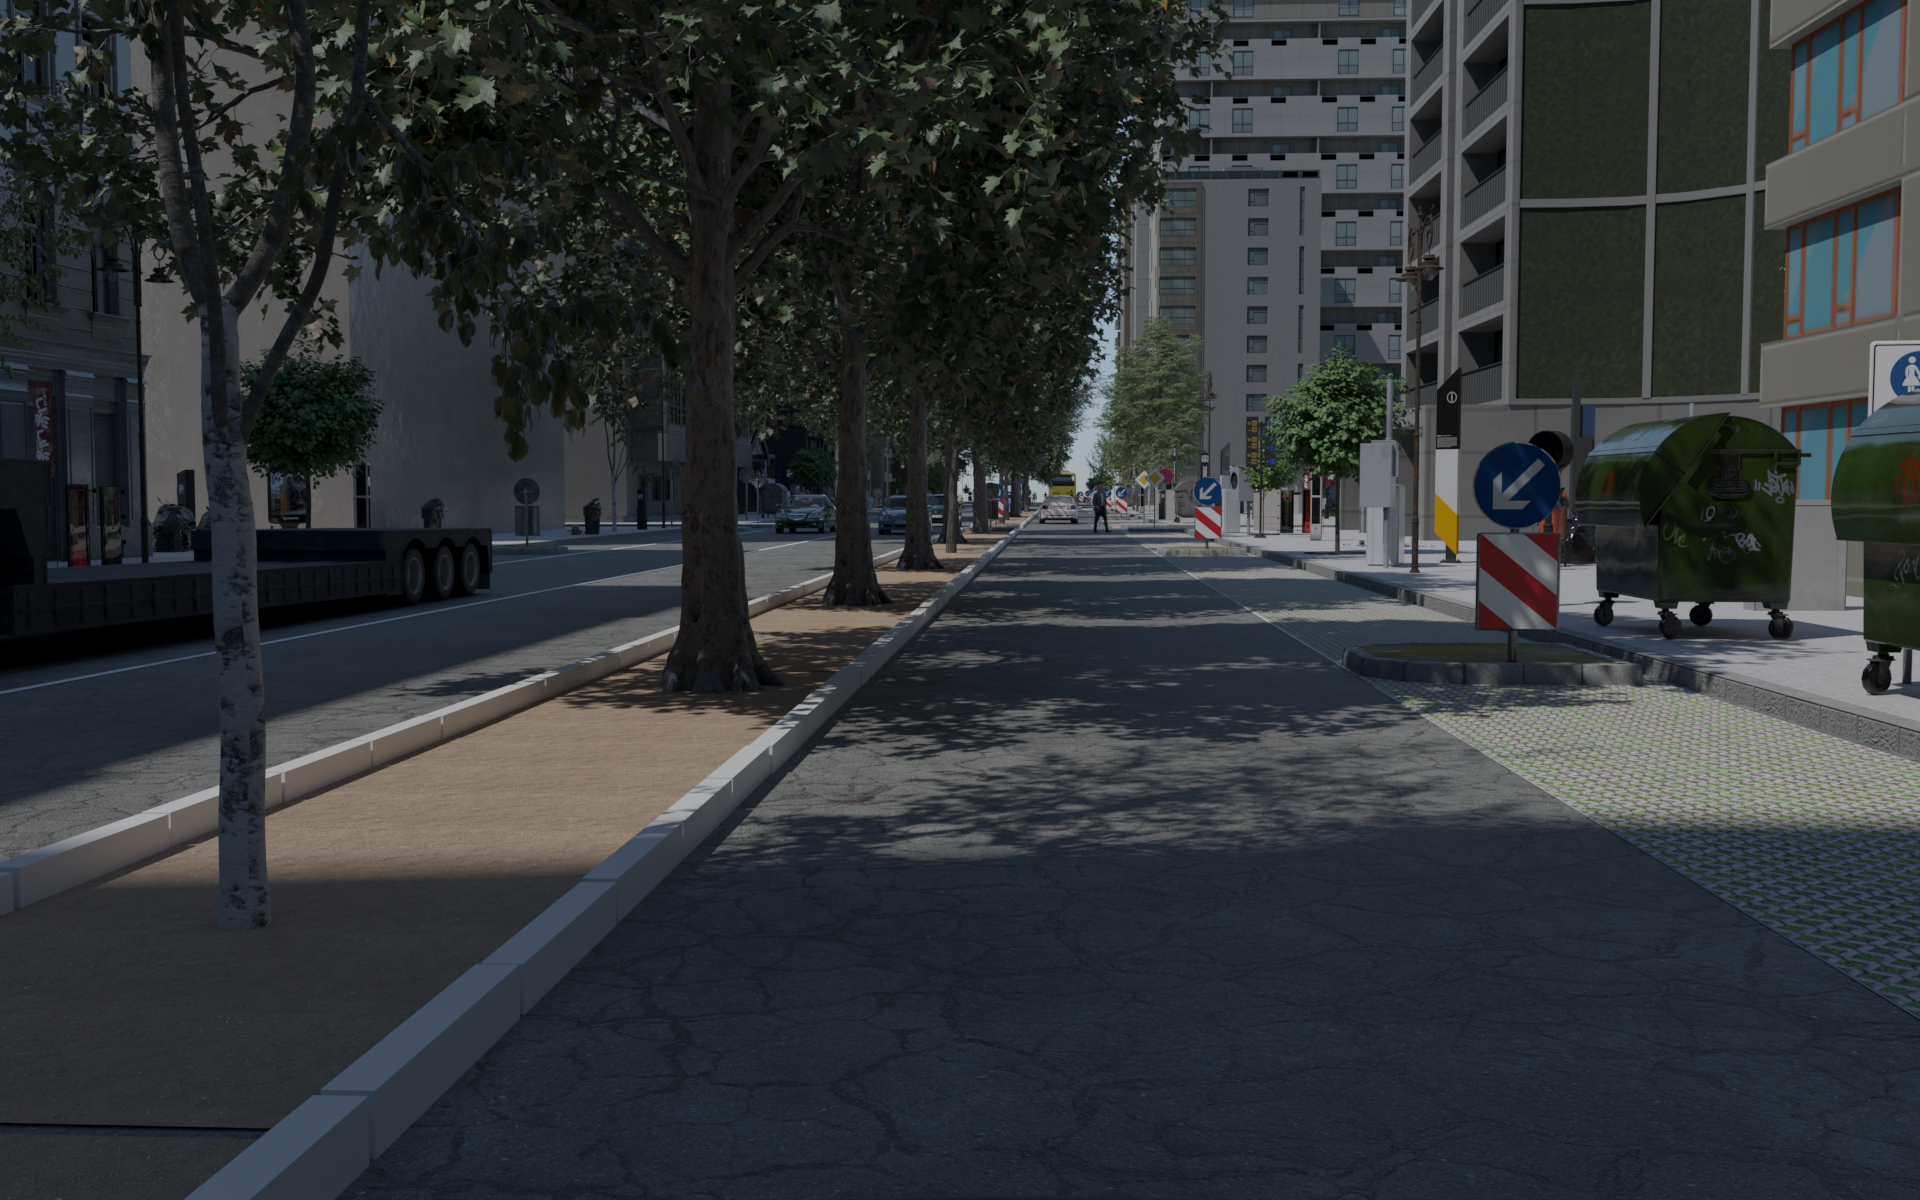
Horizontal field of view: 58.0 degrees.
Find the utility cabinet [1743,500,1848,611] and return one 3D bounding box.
[{"bbox_3d":[9.226,-0.487,19.127,1.020,1.237,0.306,0,4,-1],"label":"utility cabinet"}]

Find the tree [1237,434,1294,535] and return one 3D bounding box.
[{"bbox_3d":[9.490,-3.633,54.006,1.663,3.219,1.824,0,3,0],"label":"tree"}]

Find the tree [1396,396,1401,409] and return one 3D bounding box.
[{"bbox_3d":[32.282,-10.764,126.347,4.360,8.622,3.978,0,3,0],"label":"tree"}]

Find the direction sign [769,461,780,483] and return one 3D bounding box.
[{"bbox_3d":[-12.825,-7.791,119.378,0.876,3.537,0.379,0,4,8],"label":"direction sign"}]

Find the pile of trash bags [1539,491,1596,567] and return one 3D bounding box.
[{"bbox_3d":[11.626,-1.333,31.554,3.447,1.369,1.912,-3,4,-38],"label":"pile of trash bags"}]

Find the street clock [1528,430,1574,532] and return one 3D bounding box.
[{"bbox_3d":[6.726,-0.931,19.799,0.358,2.002,0.471,-3,5,-44],"label":"street clock"}]

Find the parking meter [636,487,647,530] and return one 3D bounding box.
[{"bbox_3d":[-11.469,-3.304,62.439,0.372,1.533,0.369,0,3,0],"label":"parking meter"}]

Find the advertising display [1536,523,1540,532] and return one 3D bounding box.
[{"bbox_3d":[12.408,-1.921,36.630,0.123,1.923,0.974,0,4,1],"label":"advertising display"}]

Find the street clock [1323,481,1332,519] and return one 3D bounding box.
[{"bbox_3d":[18.927,-5.185,89.344,0.471,2.002,0.358,-2,4,-26],"label":"street clock"}]

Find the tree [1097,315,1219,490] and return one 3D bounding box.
[{"bbox_3d":[12.666,-11.771,110.575,7.486,12.596,7.792,0,3,0],"label":"tree"}]

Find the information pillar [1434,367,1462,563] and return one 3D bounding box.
[{"bbox_3d":[9.070,-2.495,32.155,0.183,3.616,0.504,-3,5,-42],"label":"information pillar"}]

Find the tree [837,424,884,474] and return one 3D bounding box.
[{"bbox_3d":[-7.729,-11.144,132.568,4.737,8.622,4.395,0,3,0],"label":"tree"}]

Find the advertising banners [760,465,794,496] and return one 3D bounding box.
[{"bbox_3d":[-11.046,-6.637,104.699,2.074,3.025,0.090,0,4,5],"label":"advertising banners"}]

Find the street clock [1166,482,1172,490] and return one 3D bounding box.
[{"bbox_3d":[11.499,-5.563,95.518,0.358,2.002,0.471,-1,4,-11],"label":"street clock"}]

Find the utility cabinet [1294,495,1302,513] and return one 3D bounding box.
[{"bbox_3d":[22.963,-6.537,118.034,0.306,1.237,1.020,-1,4,-17],"label":"utility cabinet"}]

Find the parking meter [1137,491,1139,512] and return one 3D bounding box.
[{"bbox_3d":[13.120,-7.252,126.979,0.372,1.533,0.369,0,3,0],"label":"parking meter"}]

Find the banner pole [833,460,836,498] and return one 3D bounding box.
[{"bbox_3d":[-8.529,-7.797,117.500,0.401,3.779,0.863,1,4,15],"label":"banner pole"}]

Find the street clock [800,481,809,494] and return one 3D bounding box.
[{"bbox_3d":[-8.865,-5.777,99.030,0.471,2.002,0.358,-1,4,-19],"label":"street clock"}]

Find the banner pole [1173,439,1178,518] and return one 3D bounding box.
[{"bbox_3d":[9.774,-5.422,78.670,0.401,3.779,0.863,0,4,-6],"label":"banner pole"}]

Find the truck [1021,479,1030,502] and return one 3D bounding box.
[{"bbox_3d":[9.942,-17.892,282.291,2.967,4.110,18.799,0,4,3],"label":"truck"}]

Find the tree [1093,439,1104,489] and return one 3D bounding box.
[{"bbox_3d":[14.796,-12.039,147.199,4.737,8.622,4.395,0,3,0],"label":"tree"}]

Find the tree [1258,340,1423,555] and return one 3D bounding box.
[{"bbox_3d":[8.196,-3.264,37.078,4.285,4.588,4.351,0,3,0],"label":"tree"}]

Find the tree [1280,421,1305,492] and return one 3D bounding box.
[{"bbox_3d":[28.439,-11.902,144.958,4.360,8.622,3.978,0,3,0],"label":"tree"}]

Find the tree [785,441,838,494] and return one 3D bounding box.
[{"bbox_3d":[-9.134,-7.580,107.654,4.285,4.588,4.351,0,3,0],"label":"tree"}]

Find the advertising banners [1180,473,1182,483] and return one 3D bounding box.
[{"bbox_3d":[15.963,-7.802,123.749,0.090,3.025,2.074,2,4,24],"label":"advertising banners"}]

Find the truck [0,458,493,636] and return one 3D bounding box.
[{"bbox_3d":[-8.572,-1.587,15.698,2.967,4.110,18.799,0,4,4],"label":"truck"}]

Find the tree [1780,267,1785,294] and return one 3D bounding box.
[{"bbox_3d":[17.716,-4.992,31.981,4.737,8.622,4.395,0,3,0],"label":"tree"}]

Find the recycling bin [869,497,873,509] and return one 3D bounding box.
[{"bbox_3d":[-7.844,-8.170,146.131,0.722,1.027,0.722,-3,4,-36],"label":"recycling bin"}]

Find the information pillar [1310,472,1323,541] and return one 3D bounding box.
[{"bbox_3d":[9.818,-2.642,47.693,0.304,2.012,0.304,1,4,17],"label":"information pillar"}]

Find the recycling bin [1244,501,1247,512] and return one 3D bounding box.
[{"bbox_3d":[20.155,-6.849,124.538,0.722,1.027,0.722,-1,4,-16],"label":"recycling bin"}]

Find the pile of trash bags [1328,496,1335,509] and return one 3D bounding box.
[{"bbox_3d":[29.533,-7.533,132.915,3.447,1.369,1.912,1,4,15],"label":"pile of trash bags"}]

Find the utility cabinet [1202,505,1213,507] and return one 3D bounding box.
[{"bbox_3d":[11.713,-4.402,83.133,1.020,1.237,0.306,-3,5,-41],"label":"utility cabinet"}]

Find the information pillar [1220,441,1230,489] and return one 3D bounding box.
[{"bbox_3d":[11.779,-5.234,76.923,0.504,3.616,0.183,-2,4,-32],"label":"information pillar"}]

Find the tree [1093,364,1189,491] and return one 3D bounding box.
[{"bbox_3d":[14.146,-12.883,136.388,9.928,11.665,9.643,0,3,0],"label":"tree"}]

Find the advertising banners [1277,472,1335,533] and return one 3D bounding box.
[{"bbox_3d":[11.374,-3.688,56.487,2.074,3.025,0.090,0,4,-8],"label":"advertising banners"}]

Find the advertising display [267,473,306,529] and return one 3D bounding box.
[{"bbox_3d":[-15.759,-2.169,40.673,0.123,1.923,0.974,3,5,43],"label":"advertising display"}]

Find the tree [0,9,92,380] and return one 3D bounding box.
[{"bbox_3d":[-13.996,-4.453,23.165,4.737,8.622,4.395,0,3,0],"label":"tree"}]

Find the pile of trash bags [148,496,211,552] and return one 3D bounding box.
[{"bbox_3d":[-18.133,-1.759,38.517,1.912,1.369,3.447,2,4,34],"label":"pile of trash bags"}]

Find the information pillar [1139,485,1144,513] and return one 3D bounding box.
[{"bbox_3d":[12.079,-6.775,115.260,0.304,2.012,0.304,-1,4,-14],"label":"information pillar"}]

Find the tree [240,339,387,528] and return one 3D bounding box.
[{"bbox_3d":[-13.251,-3.134,34.947,4.285,4.588,4.351,0,3,0],"label":"tree"}]

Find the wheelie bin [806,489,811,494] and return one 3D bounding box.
[{"bbox_3d":[-9.105,-5.750,101.927,0.693,1.594,0.980,1,4,19],"label":"wheelie bin"}]

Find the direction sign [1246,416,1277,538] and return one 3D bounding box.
[{"bbox_3d":[8.796,-3.585,50.619,0.876,3.537,0.379,0,4,7],"label":"direction sign"}]

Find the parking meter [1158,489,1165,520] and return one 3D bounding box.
[{"bbox_3d":[10.207,-4.830,87.384,0.372,1.533,0.369,0,3,0],"label":"parking meter"}]

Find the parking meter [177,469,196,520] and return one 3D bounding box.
[{"bbox_3d":[-18.409,-2.171,41.215,0.399,1.863,0.255,2,4,32],"label":"parking meter"}]

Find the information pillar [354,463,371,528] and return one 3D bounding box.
[{"bbox_3d":[-14.308,-2.264,41.508,0.304,2.012,0.304,0,4,-6],"label":"information pillar"}]

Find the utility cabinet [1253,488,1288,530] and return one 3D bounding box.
[{"bbox_3d":[10.937,-3.201,61.011,1.173,1.500,0.318,1,4,11],"label":"utility cabinet"}]

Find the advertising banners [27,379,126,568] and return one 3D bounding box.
[{"bbox_3d":[-13.999,-1.914,27.489,0.090,3.025,2.074,1,4,12],"label":"advertising banners"}]

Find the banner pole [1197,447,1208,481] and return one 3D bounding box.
[{"bbox_3d":[12.983,-6.292,92.895,0.863,3.779,0.401,2,4,24],"label":"banner pole"}]

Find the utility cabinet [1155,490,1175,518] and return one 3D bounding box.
[{"bbox_3d":[10.827,-5.044,91.141,1.173,1.500,0.318,1,4,11],"label":"utility cabinet"}]

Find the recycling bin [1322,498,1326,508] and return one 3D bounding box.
[{"bbox_3d":[22.065,-5.716,106.009,0.722,1.027,0.722,0,4,1],"label":"recycling bin"}]
